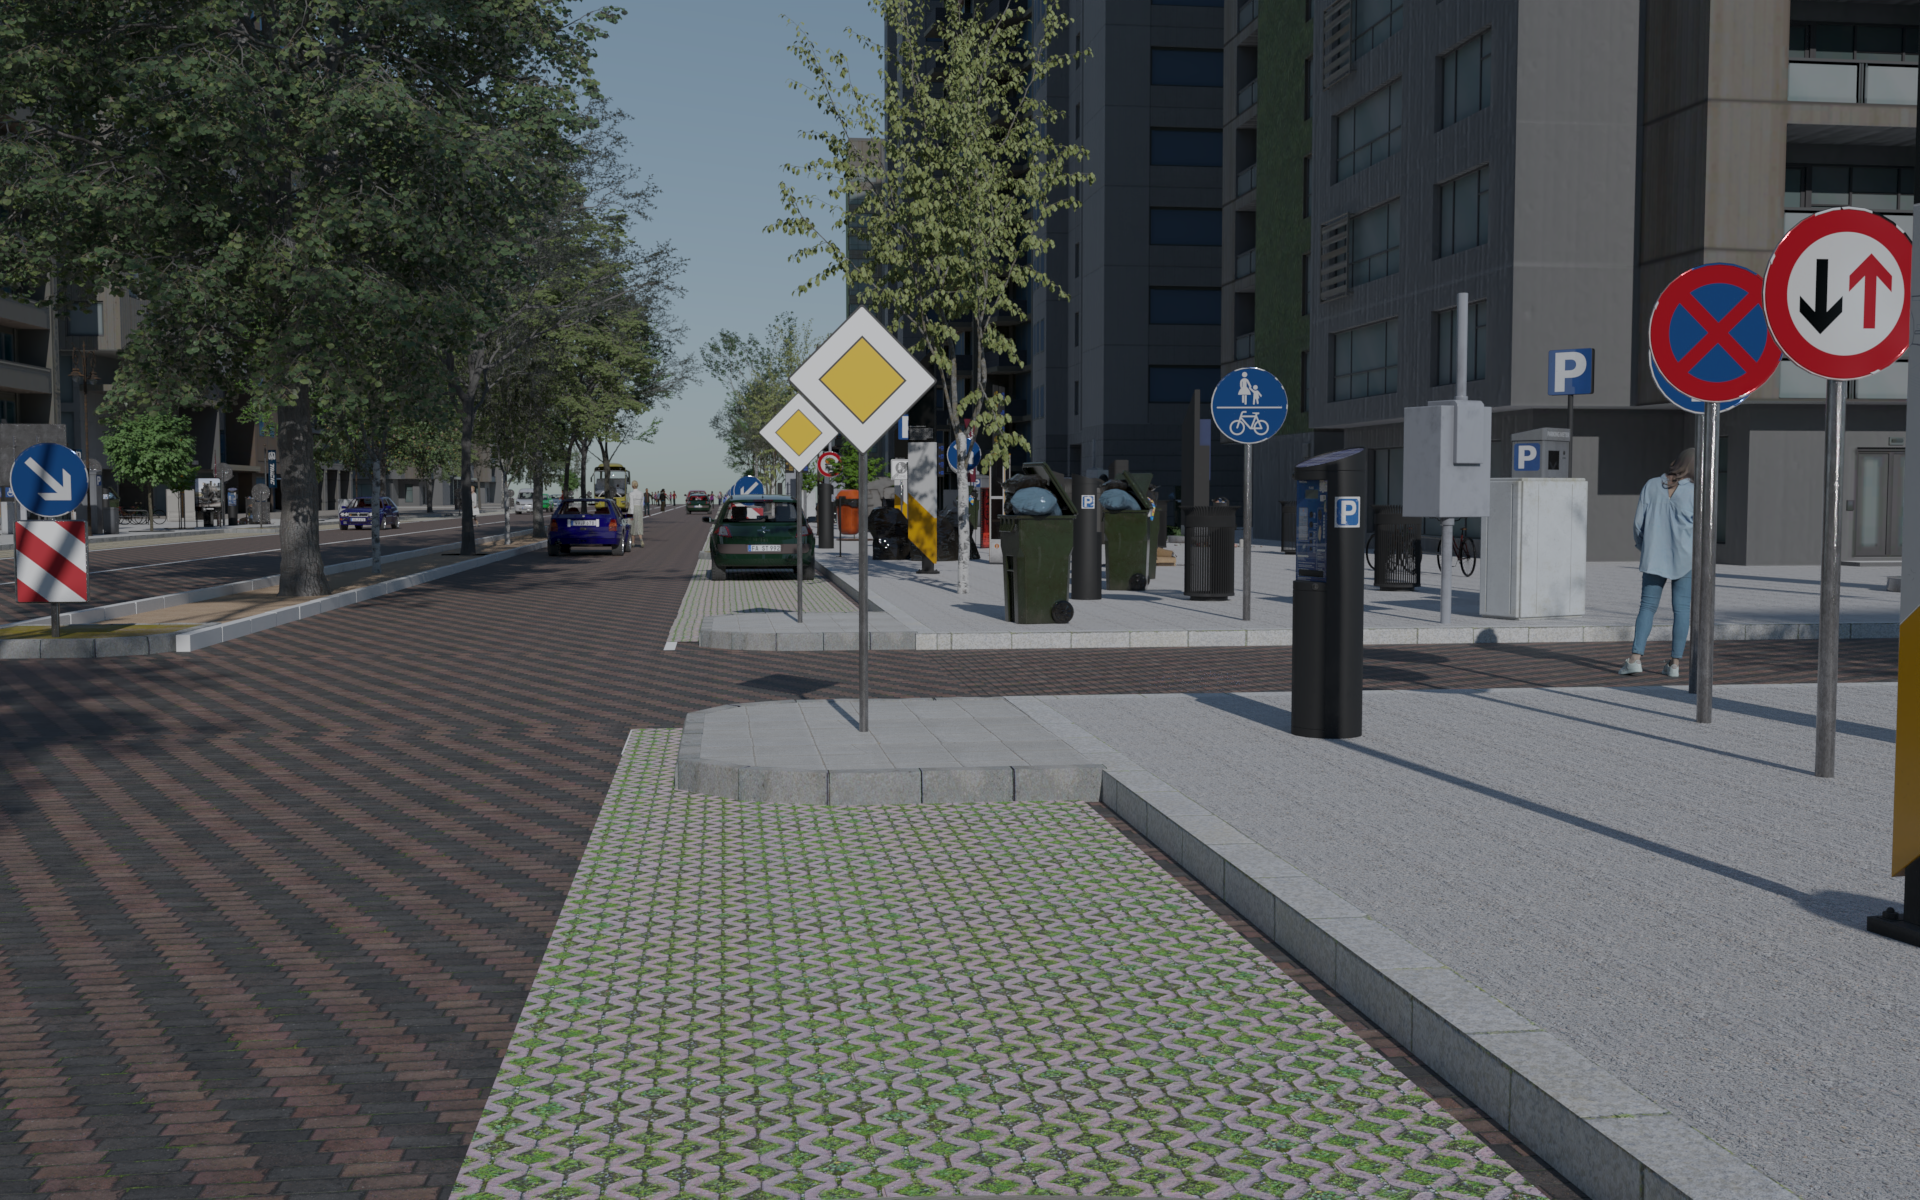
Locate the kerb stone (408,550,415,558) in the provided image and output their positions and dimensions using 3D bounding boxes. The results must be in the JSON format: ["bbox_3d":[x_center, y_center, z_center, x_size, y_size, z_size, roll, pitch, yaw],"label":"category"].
[{"bbox_3d":[-12.251,-0.985,38.303,0.120,0.150,1.000,0,4,-8],"label":"kerb stone"}]

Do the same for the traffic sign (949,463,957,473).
[{"bbox_3d":[0.084,-2.769,45.386,0.768,2.556,0.104,0,4,2],"label":"traffic sign"}]

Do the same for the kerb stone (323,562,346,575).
[{"bbox_3d":[-11.285,-0.548,31.192,0.120,0.150,1.000,0,4,-8],"label":"kerb stone"}]

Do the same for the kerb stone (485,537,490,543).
[{"bbox_3d":[-13.898,-1.731,50.489,0.120,0.150,1.000,0,4,-8],"label":"kerb stone"}]

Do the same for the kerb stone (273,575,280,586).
[{"bbox_3d":[-10.736,-0.301,27.122,0.120,0.150,1.000,0,4,-8],"label":"kerb stone"}]

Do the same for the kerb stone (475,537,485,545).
[{"bbox_3d":[-13.760,-1.669,49.477,0.120,0.150,1.000,0,4,-8],"label":"kerb stone"}]

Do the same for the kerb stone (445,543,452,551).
[{"bbox_3d":[-12.934,-1.293,43.373,0.120,0.150,1.000,0,4,-8],"label":"kerb stone"}]

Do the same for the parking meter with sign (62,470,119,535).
[{"bbox_3d":[-27.625,-3.586,54.891,1.738,3.016,0.543,0,4,-2],"label":"parking meter with sign"}]

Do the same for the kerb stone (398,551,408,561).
[{"bbox_3d":[-12.098,-0.923,37.281,0.120,0.150,1.000,0,4,-8],"label":"kerb stone"}]

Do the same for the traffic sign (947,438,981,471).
[{"bbox_3d":[0.090,-2.391,39.206,0.768,2.556,0.104,0,4,-1],"label":"traffic sign"}]

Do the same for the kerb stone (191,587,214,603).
[{"bbox_3d":[-10.176,-0.052,23.072,0.120,0.150,1.000,0,4,-8],"label":"kerb stone"}]

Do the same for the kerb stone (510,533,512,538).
[{"bbox_3d":[-14.591,-2.041,55.570,0.120,0.150,1.000,0,4,-8],"label":"kerb stone"}]

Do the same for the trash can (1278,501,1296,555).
[{"bbox_3d":[7.103,-1.528,36.643,0.748,1.137,0.748,0,3,0],"label":"trash can"}]

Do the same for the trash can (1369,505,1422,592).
[{"bbox_3d":[5.801,-0.691,22.951,0.748,1.137,0.748,0,3,0],"label":"trash can"}]

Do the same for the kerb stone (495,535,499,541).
[{"bbox_3d":[-14.180,-1.855,52.527,0.120,0.150,1.000,0,4,-8],"label":"kerb stone"}]

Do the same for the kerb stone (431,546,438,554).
[{"bbox_3d":[-12.658,-1.170,41.348,0.120,0.150,1.000,0,4,-8],"label":"kerb stone"}]

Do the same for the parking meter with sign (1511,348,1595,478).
[{"bbox_3d":[6.774,-1.471,20.320,0.543,3.016,1.738,3,5,44],"label":"parking meter with sign"}]

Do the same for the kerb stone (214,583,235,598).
[{"bbox_3d":[-10.322,-0.108,24.084,0.120,0.150,1.000,0,4,-8],"label":"kerb stone"}]

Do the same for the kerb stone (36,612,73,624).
[{"bbox_3d":[-9.496,0.260,17.988,0.120,0.150,1.000,0,4,-8],"label":"kerb stone"}]

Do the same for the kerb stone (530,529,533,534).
[{"bbox_3d":[-15.422,-2.414,61.662,0.120,0.150,1.000,0,4,-8],"label":"kerb stone"}]

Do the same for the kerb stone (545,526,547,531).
[{"bbox_3d":[-16.529,-2.904,69.793,0.120,0.150,1.000,0,4,-8],"label":"kerb stone"}]

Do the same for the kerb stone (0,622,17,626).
[{"bbox_3d":[-9.345,0.322,16.974,0.120,0.150,1.000,0,4,-8],"label":"kerb stone"}]

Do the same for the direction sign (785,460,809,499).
[{"bbox_3d":[-6.078,-4.433,64.471,0.876,3.537,0.379,0,4,-1],"label":"direction sign"}]

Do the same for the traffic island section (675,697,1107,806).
[{"bbox_3d":[-0.500,0.790,9.372,2.009,0.180,2.903,0,4,-8],"label":"traffic island section"}]

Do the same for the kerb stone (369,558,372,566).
[{"bbox_3d":[-11.701,-0.733,34.236,0.120,0.150,1.000,0,4,-8],"label":"kerb stone"}]

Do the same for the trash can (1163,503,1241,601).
[{"bbox_3d":[3.007,-0.564,20.881,0.748,1.137,0.748,0,3,0],"label":"trash can"}]

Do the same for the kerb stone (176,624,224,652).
[{"bbox_3d":[-7.132,0.364,16.244,0.120,0.150,1.000,0,4,-8],"label":"kerb stone"}]

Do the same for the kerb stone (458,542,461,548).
[{"bbox_3d":[-13.206,-1.420,45.408,0.120,0.150,1.000,0,4,-8],"label":"kerb stone"}]

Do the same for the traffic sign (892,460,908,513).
[{"bbox_3d":[-1.733,-3.007,51.298,0.606,2.300,0.079,0,3,0],"label":"traffic sign"}]

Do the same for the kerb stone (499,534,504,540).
[{"bbox_3d":[-14.314,-1.914,53.540,0.120,0.150,1.000,0,4,-8],"label":"kerb stone"}]

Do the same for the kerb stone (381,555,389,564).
[{"bbox_3d":[-11.833,-0.798,35.249,0.120,0.150,1.000,0,4,-8],"label":"kerb stone"}]

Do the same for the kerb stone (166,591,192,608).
[{"bbox_3d":[-10.035,0.009,22.054,0.120,0.150,1.000,0,4,-8],"label":"kerb stone"}]

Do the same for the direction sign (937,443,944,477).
[{"bbox_3d":[-1.058,-5.206,77.113,0.876,3.537,0.379,-3,5,-40],"label":"direction sign"}]

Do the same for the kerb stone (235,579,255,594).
[{"bbox_3d":[-10.459,-0.174,25.097,0.120,0.150,1.000,0,4,-8],"label":"kerb stone"}]

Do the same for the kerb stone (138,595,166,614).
[{"bbox_3d":[-9.898,0.071,21.037,0.120,0.150,1.000,0,4,-8],"label":"kerb stone"}]

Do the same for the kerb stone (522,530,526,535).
[{"bbox_3d":[-15.144,-2.285,59.638,0.120,0.150,1.000,0,4,-8],"label":"kerb stone"}]

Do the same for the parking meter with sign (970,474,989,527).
[{"bbox_3d":[0.862,-4.346,67.313,0.543,3.016,1.738,2,4,33],"label":"parking meter with sign"}]

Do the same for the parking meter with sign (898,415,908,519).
[{"bbox_3d":[-0.896,-2.510,37.295,0.543,3.016,1.738,-1,4,-14],"label":"parking meter with sign"}]

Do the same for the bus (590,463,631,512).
[{"bbox_3d":[-27.894,-9.023,139.077,2.896,3.916,12.252,-1,4,-9],"label":"bus"}]

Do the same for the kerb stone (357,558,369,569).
[{"bbox_3d":[-11.549,-0.674,33.222,0.120,0.150,1.000,0,4,-8],"label":"kerb stone"}]

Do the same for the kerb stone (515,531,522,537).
[{"bbox_3d":[-15.014,-2.228,58.620,0.120,0.150,1.000,0,4,-8],"label":"kerb stone"}]

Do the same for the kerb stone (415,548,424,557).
[{"bbox_3d":[-12.381,-1.042,39.317,0.120,0.150,1.000,0,4,-8],"label":"kerb stone"}]

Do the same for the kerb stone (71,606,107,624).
[{"bbox_3d":[-9.628,0.195,19.001,0.120,0.150,1.000,0,4,-8],"label":"kerb stone"}]

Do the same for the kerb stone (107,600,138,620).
[{"bbox_3d":[-9.765,0.133,20.018,0.120,0.150,1.000,0,4,-8],"label":"kerb stone"}]

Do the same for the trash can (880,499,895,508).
[{"bbox_3d":[-2.191,-2.666,55.235,0.748,1.137,0.748,0,3,0],"label":"trash can"}]

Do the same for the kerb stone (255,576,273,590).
[{"bbox_3d":[-10.591,-0.236,26.110,0.120,0.150,1.000,0,4,-8],"label":"kerb stone"}]

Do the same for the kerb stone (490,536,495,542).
[{"bbox_3d":[-14.044,-1.793,51.514,0.120,0.150,1.000,0,4,-8],"label":"kerb stone"}]

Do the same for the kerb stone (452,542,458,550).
[{"bbox_3d":[-13.074,-1.350,44.395,0.120,0.150,1.000,0,4,-8],"label":"kerb stone"}]

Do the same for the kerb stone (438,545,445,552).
[{"bbox_3d":[-12.804,-1.233,42.360,0.120,0.150,1.000,0,4,-8],"label":"kerb stone"}]

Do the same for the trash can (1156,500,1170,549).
[{"bbox_3d":[4.412,-1.704,39.514,0.748,1.137,0.748,0,3,0],"label":"trash can"}]

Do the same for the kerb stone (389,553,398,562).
[{"bbox_3d":[-11.974,-0.853,36.264,0.120,0.150,1.000,0,4,-8],"label":"kerb stone"}]

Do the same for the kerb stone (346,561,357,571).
[{"bbox_3d":[-11.423,-0.612,32.206,0.120,0.150,1.000,0,4,-8],"label":"kerb stone"}]

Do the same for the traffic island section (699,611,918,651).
[{"bbox_3d":[-1.576,0.306,17.285,2.009,0.180,2.903,0,4,-8],"label":"traffic island section"}]

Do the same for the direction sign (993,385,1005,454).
[{"bbox_3d":[0.811,-2.714,36.376,0.379,3.537,0.876,1,4,16],"label":"direction sign"}]

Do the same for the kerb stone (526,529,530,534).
[{"bbox_3d":[-15.279,-2.352,60.651,0.120,0.150,1.000,0,4,-8],"label":"kerb stone"}]

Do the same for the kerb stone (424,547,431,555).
[{"bbox_3d":[-12.522,-1.109,40.335,0.120,0.150,1.000,0,4,-8],"label":"kerb stone"}]

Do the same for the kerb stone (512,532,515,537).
[{"bbox_3d":[-14.736,-2.104,56.588,0.120,0.150,1.000,0,4,-8],"label":"kerb stone"}]

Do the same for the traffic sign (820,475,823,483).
[{"bbox_3d":[-7.099,-5.581,91.348,0.768,2.556,0.104,0,4,-1],"label":"traffic sign"}]
